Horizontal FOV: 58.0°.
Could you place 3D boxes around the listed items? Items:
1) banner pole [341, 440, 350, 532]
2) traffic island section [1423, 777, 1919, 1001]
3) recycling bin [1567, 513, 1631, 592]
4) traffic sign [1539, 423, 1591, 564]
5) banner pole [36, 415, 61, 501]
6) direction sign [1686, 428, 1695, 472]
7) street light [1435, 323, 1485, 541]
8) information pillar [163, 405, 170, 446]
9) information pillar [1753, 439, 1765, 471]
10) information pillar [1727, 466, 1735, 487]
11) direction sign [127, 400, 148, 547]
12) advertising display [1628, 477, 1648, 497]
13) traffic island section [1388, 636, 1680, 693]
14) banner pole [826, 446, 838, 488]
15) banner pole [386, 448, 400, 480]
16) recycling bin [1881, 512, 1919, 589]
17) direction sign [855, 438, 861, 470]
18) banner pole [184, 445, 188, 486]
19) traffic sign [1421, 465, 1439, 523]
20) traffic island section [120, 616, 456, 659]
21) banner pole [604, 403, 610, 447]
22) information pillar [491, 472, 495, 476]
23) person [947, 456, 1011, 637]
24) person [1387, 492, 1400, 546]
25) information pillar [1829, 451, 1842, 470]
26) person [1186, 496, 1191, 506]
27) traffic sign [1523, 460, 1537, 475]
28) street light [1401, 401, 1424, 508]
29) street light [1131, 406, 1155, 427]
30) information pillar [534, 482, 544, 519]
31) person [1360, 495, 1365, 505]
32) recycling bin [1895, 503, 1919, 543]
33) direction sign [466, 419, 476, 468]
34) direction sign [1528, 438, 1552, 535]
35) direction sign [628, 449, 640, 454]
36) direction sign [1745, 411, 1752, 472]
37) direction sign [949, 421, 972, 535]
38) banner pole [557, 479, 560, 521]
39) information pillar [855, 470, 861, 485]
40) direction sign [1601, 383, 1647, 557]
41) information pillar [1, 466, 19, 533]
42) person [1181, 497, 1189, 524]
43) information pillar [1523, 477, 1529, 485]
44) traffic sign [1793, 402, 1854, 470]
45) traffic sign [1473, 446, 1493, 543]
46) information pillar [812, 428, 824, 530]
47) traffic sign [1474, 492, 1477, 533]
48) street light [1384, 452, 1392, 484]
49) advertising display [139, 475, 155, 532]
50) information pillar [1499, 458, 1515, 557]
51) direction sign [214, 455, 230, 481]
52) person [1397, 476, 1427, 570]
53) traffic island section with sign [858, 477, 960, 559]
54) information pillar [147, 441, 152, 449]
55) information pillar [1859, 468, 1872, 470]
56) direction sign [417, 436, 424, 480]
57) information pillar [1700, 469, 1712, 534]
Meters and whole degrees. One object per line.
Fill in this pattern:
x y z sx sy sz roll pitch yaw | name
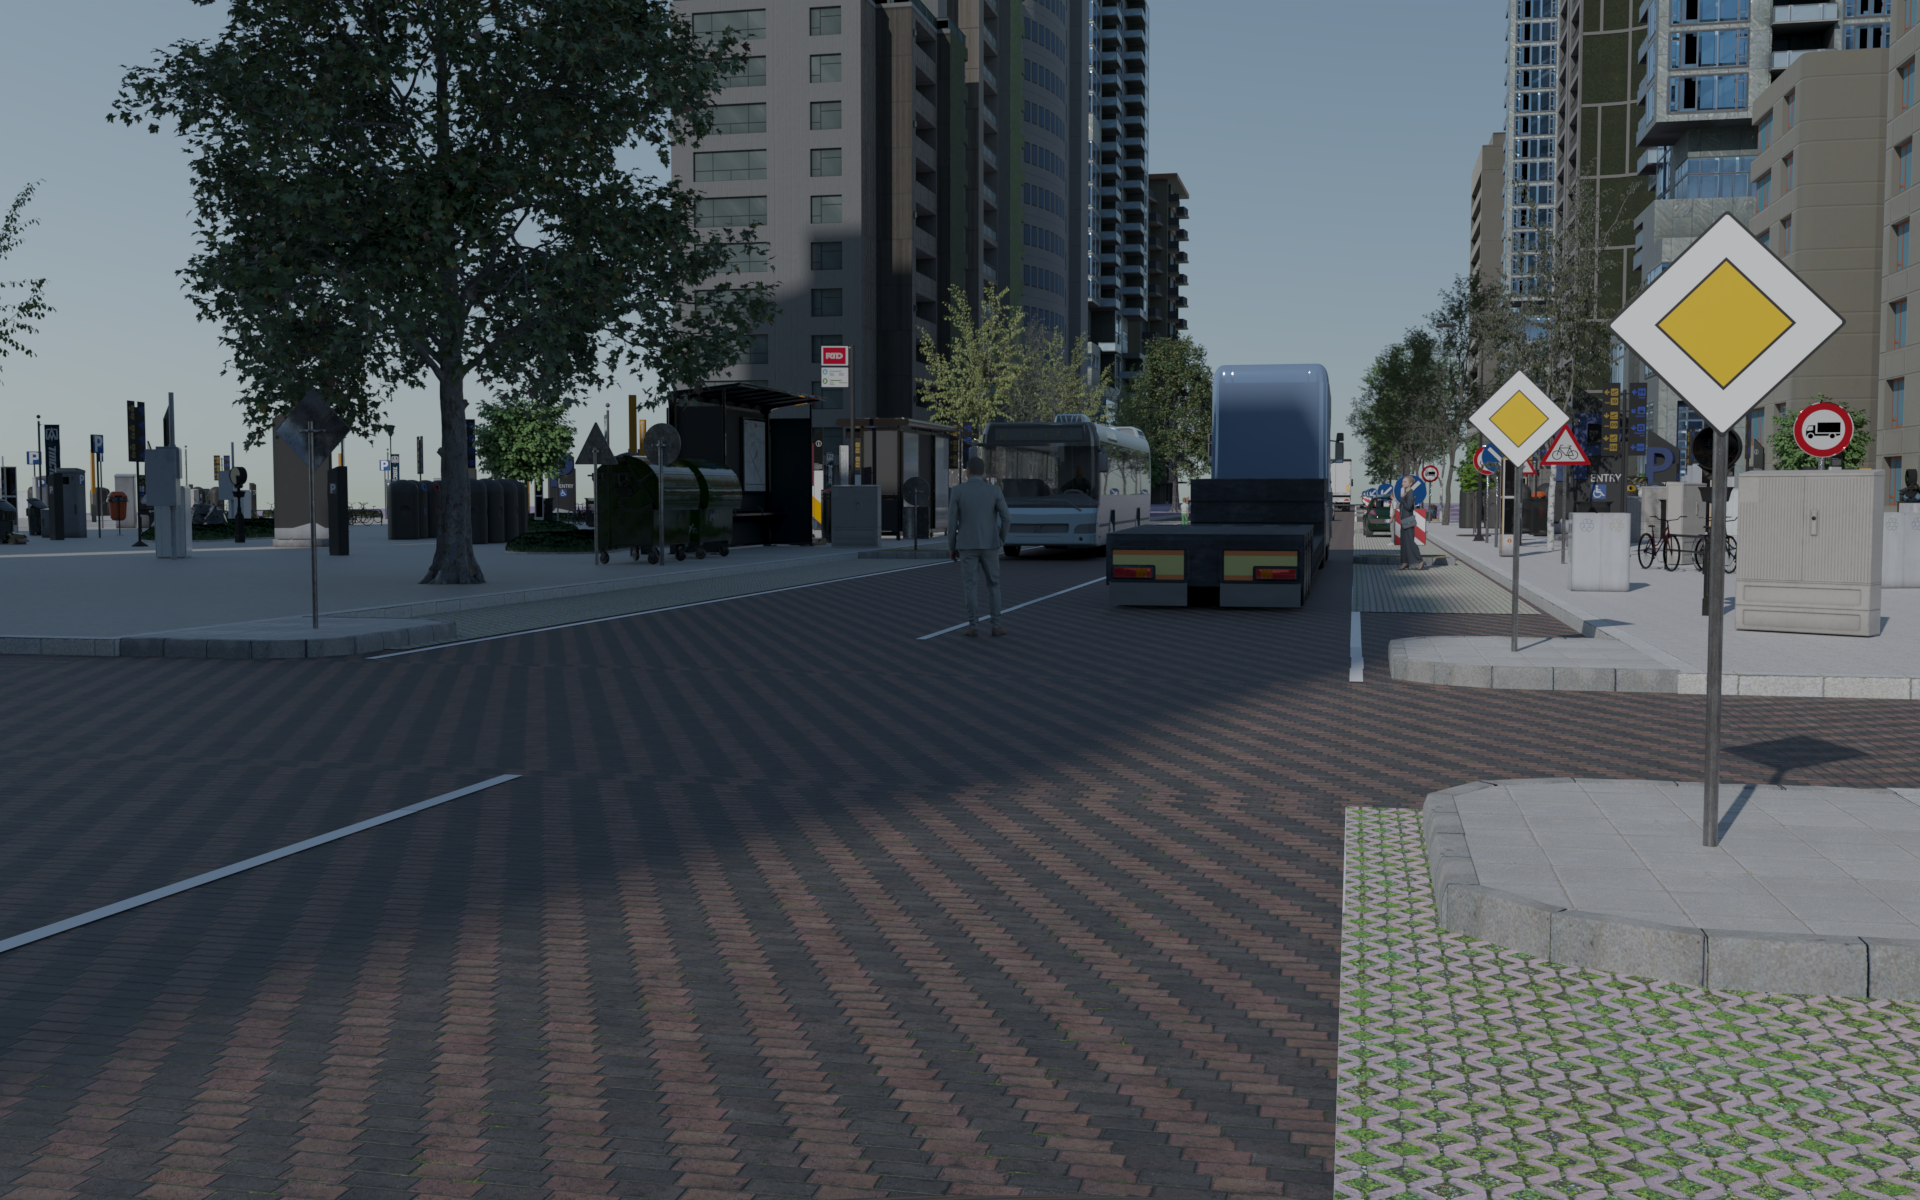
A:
-21.024 -4.224 59.074 0.401 3.779 0.863 -1 4 -12 | banner pole
2.757 0.976 6.326 2.009 0.180 2.903 1 4 13 | traffic island section
8.500 -0.642 23.055 0.722 1.027 0.722 1 4 15 | recycling bin
11.075 -1.941 31.738 0.884 2.594 0.081 1 4 21 | traffic sign
-28.806 -3.956 54.700 0.863 3.779 0.401 0 4 -5 | banner pole
25.137 -4.138 59.660 0.379 3.537 0.876 0 4 7 | direction sign
13.617 -4.563 47.140 1.470 5.913 1.316 1 4 13 | street light
-20.500 -3.276 44.910 0.183 3.616 0.504 0 4 -6 | information pillar
33.618 -4.992 72.973 0.183 3.616 0.504 -2 4 -26 | information pillar
36.906 -5.599 82.903 0.183 3.616 0.504 0 4 -4 | information pillar
-20.061 -3.074 42.262 0.379 3.537 0.876 0 4 0 | direction sign
25.196 -3.635 64.648 0.974 1.923 0.123 -1 4 -11 | advertising display
4.535 0.500 14.111 2.009 0.180 2.903 1 4 13 | traffic island section
-6.594 -6.107 89.862 0.863 3.779 0.401 2 4 29 | banner pole
-31.090 -6.414 94.893 0.863 3.779 0.401 0 4 -3 | banner pole
12.751 -0.690 23.830 0.722 1.027 0.722 0 4 -6 | recycling bin
-3.137 -3.933 56.309 0.876 3.537 0.379 2 4 26 | direction sign
-39.815 -6.061 89.117 0.401 3.779 0.863 -2 4 -30 | banner pole
20.661 -4.651 76.148 0.768 2.556 0.104 1 4 15 | traffic sign
-6.180 0.350 16.554 2.009 0.180 2.903 1 4 13 | traffic island section
-9.749 -3.537 47.847 0.401 3.779 0.863 -1 4 -21 | banner pole
-25.777 -6.415 96.237 0.504 3.616 0.183 -1 4 -20 | information pillar
0.192 -0.544 17.488 0.635 1.810 0.391 -1 4 -10 | person
12.053 -2.261 48.059 0.523 1.515 0.503 0 4 -7 | person
26.722 -3.763 52.872 0.504 3.616 0.183 -2 4 -28 | information pillar
5.615 -1.995 41.298 0.466 1.800 0.511 0 4 0 | person
15.293 -2.896 47.358 0.884 2.594 0.081 1 4 13 | traffic sign
22.476 -6.947 86.126 1.470 5.913 1.316 1 4 13 | street light
9.637 -7.302 91.934 1.470 5.913 1.316 1 4 13 | street light
-14.994 -3.497 61.675 0.304 2.012 0.304 -1 4 -16 | information pillar
50.459 -12.672 216.422 1.217 1.736 0.721 -1 4 -23 | person
26.532 -2.165 47.954 0.722 1.027 0.722 0 4 -6 | recycling bin
-15.055 -3.687 52.274 0.876 3.537 0.379 0 4 -5 | direction sign
18.030 -3.804 54.188 0.876 3.537 0.379 1 4 13 | direction sign
-16.209 -5.795 86.752 0.876 3.537 0.379 -3 4 -38 | direction sign
17.419 -2.833 38.321 0.379 3.537 0.876 1 4 18 | direction sign
0.012 -3.793 54.016 0.876 3.537 0.379 -3 4 -36 | direction sign
-17.586 -5.246 75.796 0.401 3.779 0.863 0 4 -5 | banner pole
-4.311 -5.048 73.884 0.504 3.616 0.183 1 4 11 | information pillar
13.498 -2.646 35.259 0.876 3.537 0.379 0 4 4 | direction sign
-25.298 -2.545 46.105 0.304 2.012 0.304 3 5 43 | information pillar
8.760 -3.347 67.471 0.306 1.304 0.590 0 4 6 | person
24.575 -4.344 75.518 0.304 2.012 0.304 2 4 35 | information pillar
11.935 -1.463 24.019 0.768 2.556 0.104 1 4 13 | traffic sign
13.800 -2.763 45.280 0.768 2.556 0.104 1 4 19 | traffic sign
-5.061 -4.283 61.375 0.504 3.616 0.183 1 4 10 | information pillar
17.022 -3.494 57.123 0.884 2.594 0.081 1 4 18 | traffic sign
30.817 -9.169 122.448 1.470 5.913 1.316 1 4 13 | street light
-26.811 -3.207 57.655 0.974 1.923 0.123 -1 4 -23 | advertising display
11.171 -1.882 35.255 0.304 2.012 0.304 0 4 7 | information pillar
-43.028 -6.670 101.043 0.876 3.537 0.379 -1 4 -20 | direction sign
8.413 -1.433 32.352 0.534 1.772 0.576 -1 4 -10 | person
-1.073 -1.851 38.886 1.989 1.847 2.006 1 4 13 | traffic island section with sign
-35.527 -5.178 76.012 0.183 3.616 0.504 -3 5 -40 | information pillar
25.837 -2.750 49.455 0.304 2.012 0.304 2 4 32 | information pillar
-21.108 -4.635 67.774 0.379 3.537 0.876 -2 4 -31 | direction sign
16.199 -2.013 37.400 0.304 2.012 0.304 -2 4 -26 | information pillar
